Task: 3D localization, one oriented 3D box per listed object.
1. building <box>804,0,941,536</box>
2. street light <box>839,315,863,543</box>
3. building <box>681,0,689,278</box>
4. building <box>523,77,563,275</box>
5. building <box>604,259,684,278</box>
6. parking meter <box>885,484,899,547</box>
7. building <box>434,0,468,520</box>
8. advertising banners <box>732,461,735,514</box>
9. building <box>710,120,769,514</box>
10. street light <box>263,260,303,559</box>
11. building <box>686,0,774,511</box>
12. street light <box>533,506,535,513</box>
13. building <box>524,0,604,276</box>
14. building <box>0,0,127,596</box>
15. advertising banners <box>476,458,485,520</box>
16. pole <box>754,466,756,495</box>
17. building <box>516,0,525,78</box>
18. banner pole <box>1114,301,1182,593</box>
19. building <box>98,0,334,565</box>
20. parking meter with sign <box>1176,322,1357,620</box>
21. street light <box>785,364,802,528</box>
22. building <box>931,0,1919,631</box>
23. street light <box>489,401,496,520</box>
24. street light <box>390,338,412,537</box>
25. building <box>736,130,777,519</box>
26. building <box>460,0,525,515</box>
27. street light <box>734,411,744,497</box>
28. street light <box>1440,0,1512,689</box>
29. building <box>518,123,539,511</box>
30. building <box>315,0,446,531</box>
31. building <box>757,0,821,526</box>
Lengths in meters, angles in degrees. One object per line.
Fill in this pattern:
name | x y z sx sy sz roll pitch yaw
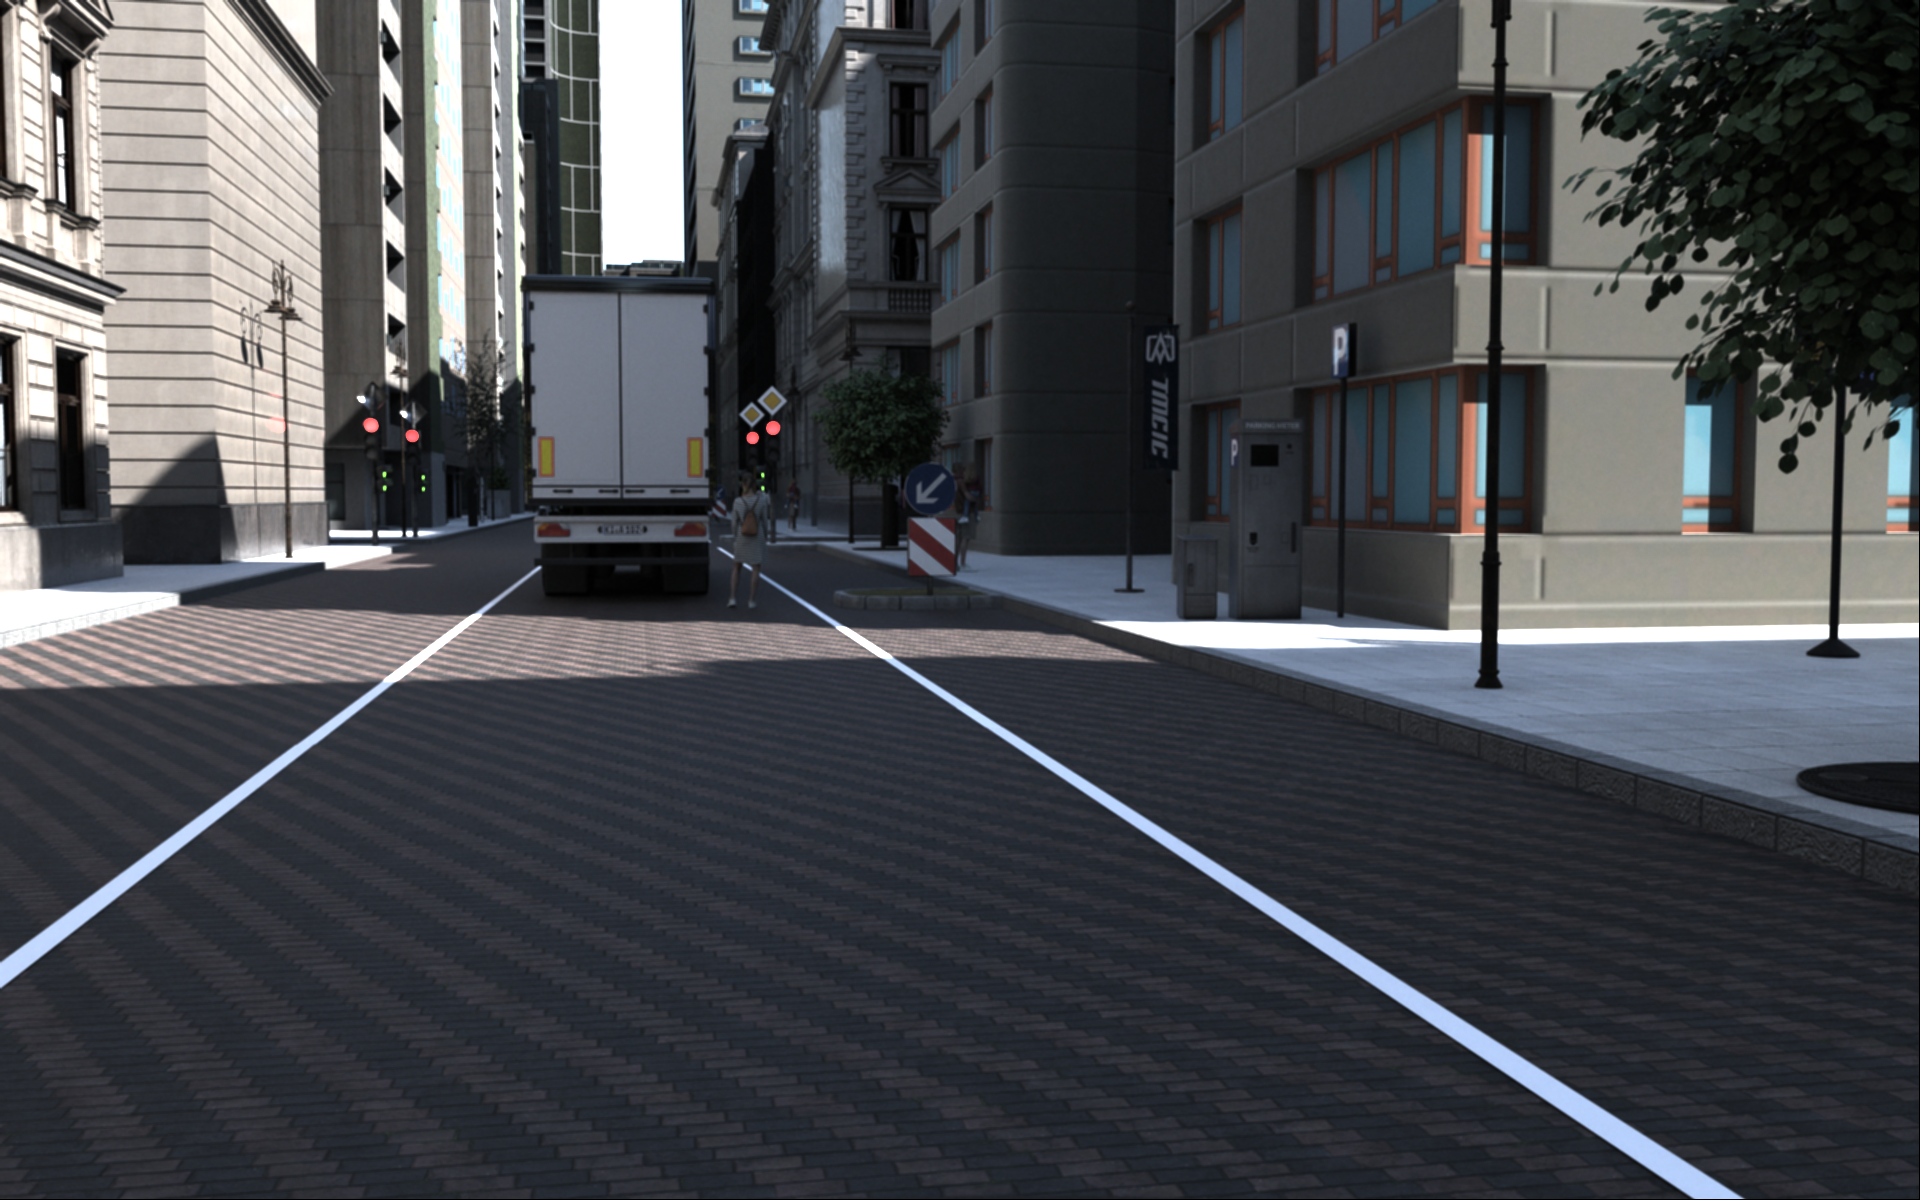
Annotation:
building | 4.797 -14.068 58.888 19.941 23.489 11.050 -1 4 -11
street light | -2.827 -4.413 44.940 0.468 5.910 1.993 -1 4 -11
building | -15.816 -38.122 165.296 21.231 58.520 28.212 -1 4 -11
building | -45.217 -29.418 164.581 14.154 41.232 14.086 -1 4 -11
building | -37.117 -27.171 215.951 14.107 30.474 14.160 -1 4 -11
parking meter | -1.690 -2.085 42.494 0.372 1.533 0.369 0 3 0
building | -32.339 -26.606 85.115 14.600 45.320 14.200 -1 4 -11
advertising banners | -11.915 -5.801 91.033 0.090 3.025 2.074 -1 4 -10
building | -9.828 -19.484 115.829 12.463 27.353 25.104 -1 4 -11
street light | -13.373 -3.765 34.350 0.468 5.910 1.993 -1 4 -11
building | -11.004 -31.619 140.680 21.300 48.544 21.600 -1 4 -11
street light | -29.151 -8.907 118.409 0.468 5.910 1.993 -1 4 -11
building | -54.712 -47.469 214.368 20.611 71.187 20.563 -1 4 -11
building | -16.001 -9.298 16.656 10.561 19.102 19.286 -1 4 -11
advertising banners | -23.526 -5.428 84.929 0.090 3.025 2.074 0 4 -6
pole | -9.152 -5.085 76.987 0.158 3.312 0.155 0 3 0
building | -58.481 -53.290 183.957 31.000 86.520 22.319 -1 4 -11
banner pole | 2.449 -1.991 22.572 0.863 3.779 0.401 0 4 7
building | -26.438 -14.491 34.197 25.104 27.353 12.463 -1 4 -11
parking meter with sign | 3.128 -1.318 17.806 1.738 3.016 0.543 0 4 -6
street light | -5.932 -5.443 61.781 0.468 5.910 1.993 -1 4 -11
building | 15.513 -11.451 32.265 27.650 21.520 28.899 -1 4 -11
street light | -22.844 -6.837 84.572 0.468 5.910 1.993 -1 4 -11
street light | -16.624 -4.822 51.634 0.468 5.910 1.993 -1 4 -11
building | -5.691 -16.285 95.937 12.332 23.373 15.834 -1 4 -11
building | -34.933 -25.911 107.240 14.154 41.232 14.086 -1 4 -11
street light | -11.997 -7.428 94.232 0.468 5.910 1.993 -1 4 -11
street light | 3.508 -2.356 11.315 0.468 5.910 1.993 -1 4 -11
building | -39.300 -21.961 130.772 14.160 30.474 14.107 -1 4 -11
building | -26.554 -17.726 61.520 14.160 30.474 14.107 -1 4 -11
building | -1.192 -17.690 76.621 14.401 28.519 23.554 -1 4 -11
